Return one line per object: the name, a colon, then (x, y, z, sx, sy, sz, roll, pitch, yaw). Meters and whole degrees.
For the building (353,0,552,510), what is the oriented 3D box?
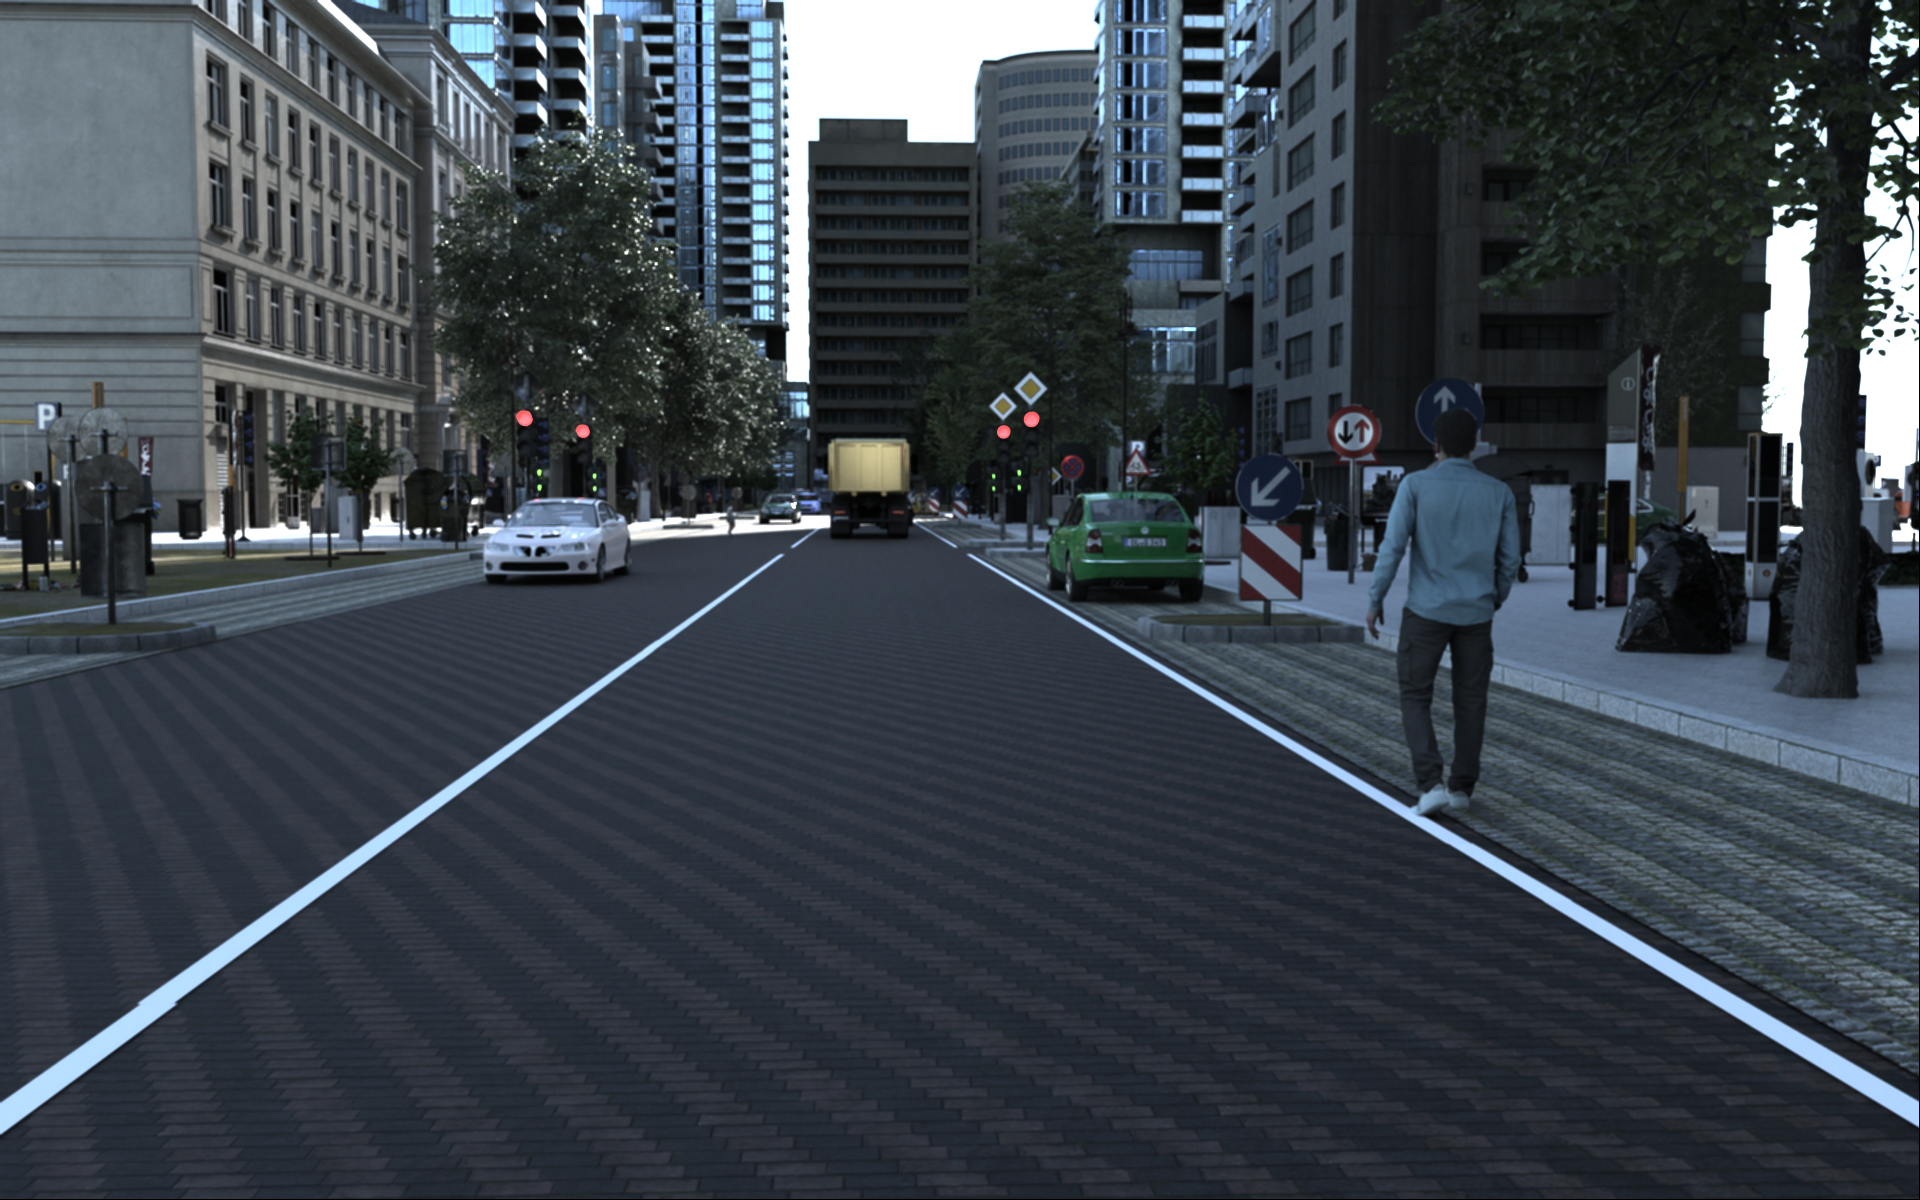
building: (-39.879, -50.301, 135.098, 22.319, 86.520, 31.000, 0, 4, -3)

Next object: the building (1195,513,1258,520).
building: (23.569, -47.836, 94.793, 22.319, 86.520, 31.000, 0, 4, -3)

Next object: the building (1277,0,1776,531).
building: (20.473, -17.956, 65.290, 14.107, 30.474, 14.160, 0, 4, -3)

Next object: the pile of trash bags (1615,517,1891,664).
pile of trash bags: (6.961, -0.242, 13.705, 1.912, 1.369, 3.447, -3, 5, -42)

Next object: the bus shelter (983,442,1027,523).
bus shelter: (2.120, -5.349, 78.740, 1.731, 3.624, 6.357, 0, 4, -3)

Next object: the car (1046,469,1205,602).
car: (2.249, -0.952, 24.362, 1.959, 1.807, 4.718, 0, 4, -3)

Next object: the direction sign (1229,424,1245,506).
direction sign: (9.016, -3.944, 56.478, 0.379, 3.537, 0.876, -2, 4, -25)

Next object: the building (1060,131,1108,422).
building: (23.716, -29.677, 177.108, 32.217, 40.220, 23.993, 0, 4, -3)

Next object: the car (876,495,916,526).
car: (-3.016, -4.243, 79.167, 2.009, 1.686, 4.222, 0, 4, -3)

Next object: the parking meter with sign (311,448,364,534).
parking meter with sign: (-20.321, -3.680, 56.428, 1.738, 3.016, 0.543, 0, 4, 6)

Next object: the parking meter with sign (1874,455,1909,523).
parking meter with sign: (41.310, -4.932, 76.893, 1.738, 3.016, 0.543, -1, 4, -16)

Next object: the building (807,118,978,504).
building: (-8.951, -36.889, 226.828, 21.600, 48.544, 21.300, 0, 4, -3)

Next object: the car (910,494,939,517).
car: (-2.262, -5.987, 108.107, 2.015, 1.641, 3.980, 0, 4, -5)

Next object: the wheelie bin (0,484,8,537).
wheelie bin: (-28.860, -2.705, 52.141, 0.980, 1.594, 0.693, 0, 4, -2)

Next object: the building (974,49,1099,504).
building: (16.417, -41.958, 228.018, 28.212, 58.520, 21.231, 0, 4, -3)

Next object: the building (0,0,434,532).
building: (-33.528, -14.583, 71.722, 16.112, 22.955, 30.059, 0, 4, -3)

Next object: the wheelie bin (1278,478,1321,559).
wheelie bin: (6.609, -1.609, 34.209, 0.980, 1.594, 0.693, 0, 4, -8)

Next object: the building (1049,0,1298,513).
building: (19.865, -51.067, 147.622, 22.319, 86.520, 31.000, 0, 4, -3)

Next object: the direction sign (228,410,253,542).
direction sign: (-19.421, -3.354, 46.841, 0.379, 3.537, 0.876, 1, 4, 18)

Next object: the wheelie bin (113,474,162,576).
wheelie bin: (-13.116, -1.183, 27.256, 0.980, 1.594, 0.693, -2, 4, -33)

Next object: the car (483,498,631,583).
car: (-6.761, -1.045, 29.443, 2.083, 1.381, 4.827, 0, 4, -2)

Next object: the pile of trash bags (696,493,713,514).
pile of trash bags: (-16.880, -6.277, 112.379, 1.912, 1.369, 3.447, 1, 4, 15)

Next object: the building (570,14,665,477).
building: (-45.597, -33.892, 173.744, 30.456, 49.044, 23.786, 0, 4, -3)

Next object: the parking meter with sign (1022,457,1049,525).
parking meter with sign: (3.345, -4.643, 72.180, 0.543, 3.016, 1.738, -3, 4, -36)

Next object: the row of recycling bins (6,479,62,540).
row of recycling bins: (-25.239, -2.542, 48.668, 3.534, 1.692, 1.069, 1, 4, 15)

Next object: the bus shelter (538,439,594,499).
bus shelter: (-16.906, -5.136, 75.258, 1.731, 3.624, 6.357, 0, 4, -3)

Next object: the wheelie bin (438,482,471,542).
wheelie bin: (-13.550, -2.360, 46.497, 0.693, 1.594, 0.980, 0, 4, 8)

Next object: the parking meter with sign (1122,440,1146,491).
parking meter with sign: (5.470, -3.634, 55.676, 0.543, 3.016, 1.738, 1, 4, 23)

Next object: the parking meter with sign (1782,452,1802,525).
parking meter with sign: (33.889, -4.590, 71.300, 0.543, 3.016, 1.738, -3, 5, -40)

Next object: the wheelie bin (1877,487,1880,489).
wheelie bin: (43.877, -4.576, 82.731, 0.693, 1.594, 0.980, 3, 5, 44)

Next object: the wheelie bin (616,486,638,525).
wheelie bin: (-14.998, -4.332, 78.734, 0.980, 1.594, 0.693, -2, 4, -31)

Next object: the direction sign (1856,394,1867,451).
direction sign: (20.101, -2.895, 39.326, 0.876, 3.537, 0.379, 0, 4, 0)

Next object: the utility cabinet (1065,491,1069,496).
utility cabinet: (6.499, -6.386, 113.085, 1.173, 1.500, 0.318, 1, 4, 11)

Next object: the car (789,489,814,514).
car: (-11.830, -7.315, 128.268, 2.281, 1.827, 5.304, 0, 4, -5)

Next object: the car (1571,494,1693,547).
car: (16.325, -2.016, 44.752, 4.920, 1.459, 2.131, 0, 4, -4)

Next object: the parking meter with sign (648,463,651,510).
parking meter with sign: (-17.401, -6.158, 96.937, 0.543, 3.016, 1.738, 0, 4, 5)

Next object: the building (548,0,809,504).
building: (-35.250, -55.797, 224.946, 31.000, 86.520, 22.319, 0, 4, -3)

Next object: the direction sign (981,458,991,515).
direction sign: (1.594, -7.141, 108.746, 0.876, 3.537, 0.379, 2, 4, 28)

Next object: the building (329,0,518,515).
building: (-33.238, -19.005, 96.639, 13.634, 28.700, 20.117, 0, 4, -3)

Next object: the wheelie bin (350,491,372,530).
wheelie bin: (-21.545, -3.321, 62.200, 0.693, 1.594, 0.980, -3, 5, -42)

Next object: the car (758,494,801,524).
car: (-8.791, -4.465, 84.803, 2.131, 1.459, 4.920, 0, 4, -2)

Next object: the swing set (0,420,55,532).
swing set: (-20.655, -2.378, 36.506, 3.119, 2.851, 2.862, -3, 5, -41)

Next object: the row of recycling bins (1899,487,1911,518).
row of recycling bins: (50.201, -5.215, 92.374, 3.534, 1.692, 1.069, -2, 4, -29)

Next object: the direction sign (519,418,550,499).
direction sign: (-12.600, -3.626, 51.280, 0.876, 3.537, 0.379, -1, 4, -18)

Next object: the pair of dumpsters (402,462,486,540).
pair of dumpsters: (-14.972, -2.921, 50.254, 1.574, 2.255, 4.437, 0, 4, -3)

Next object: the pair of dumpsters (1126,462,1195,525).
pair of dumpsters: (6.108, -3.046, 52.290, 1.574, 2.255, 4.437, 0, 4, -3)

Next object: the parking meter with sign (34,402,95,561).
parking meter with sign: (-17.092, -2.293, 33.748, 0.543, 3.016, 1.738, 1, 4, 15)

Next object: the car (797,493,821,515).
car: (-10.500, -6.710, 119.297, 1.945, 1.707, 3.694, 0, 4, -2)

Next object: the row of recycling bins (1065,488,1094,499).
row of recycling bins: (7.337, -6.681, 116.350, 3.534, 1.692, 1.069, 1, 4, 21)
